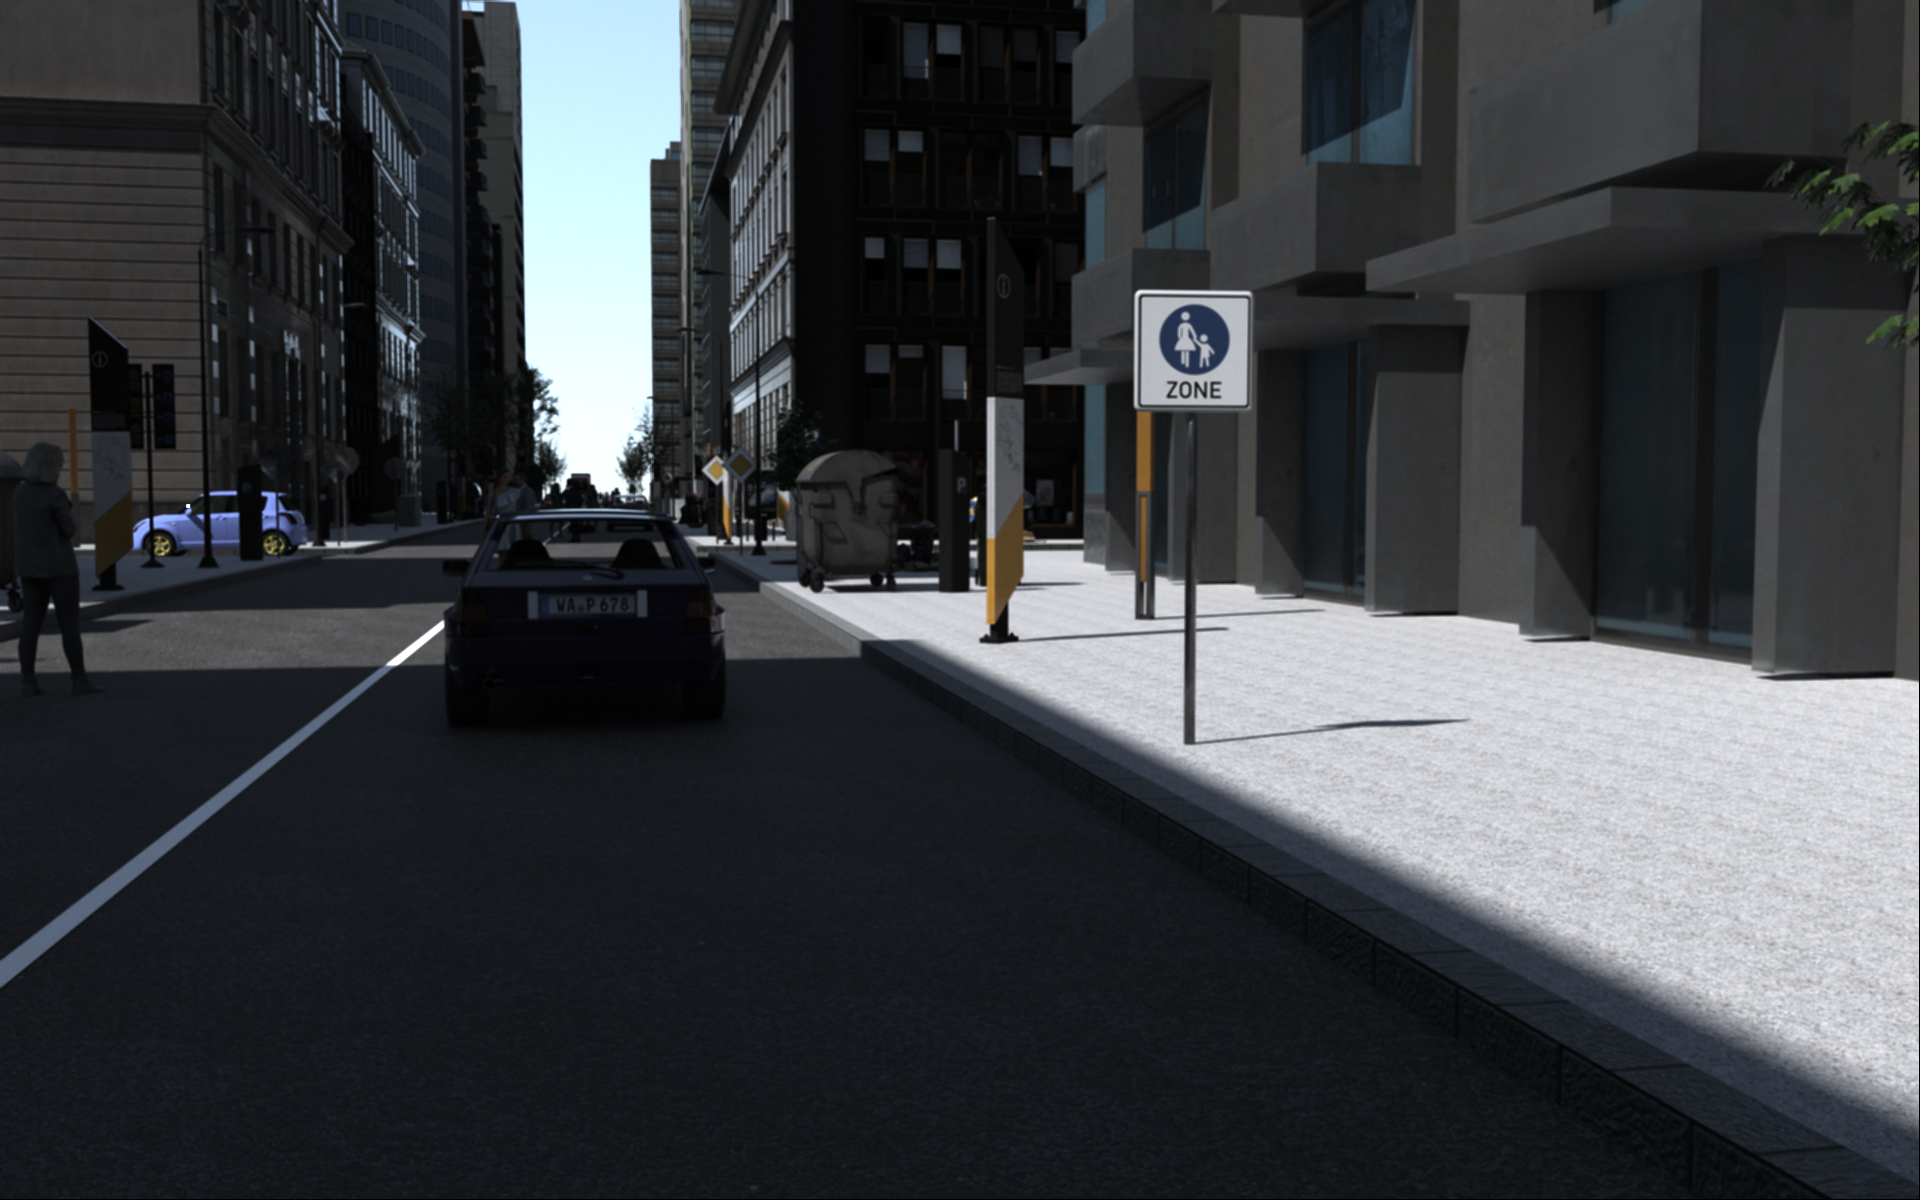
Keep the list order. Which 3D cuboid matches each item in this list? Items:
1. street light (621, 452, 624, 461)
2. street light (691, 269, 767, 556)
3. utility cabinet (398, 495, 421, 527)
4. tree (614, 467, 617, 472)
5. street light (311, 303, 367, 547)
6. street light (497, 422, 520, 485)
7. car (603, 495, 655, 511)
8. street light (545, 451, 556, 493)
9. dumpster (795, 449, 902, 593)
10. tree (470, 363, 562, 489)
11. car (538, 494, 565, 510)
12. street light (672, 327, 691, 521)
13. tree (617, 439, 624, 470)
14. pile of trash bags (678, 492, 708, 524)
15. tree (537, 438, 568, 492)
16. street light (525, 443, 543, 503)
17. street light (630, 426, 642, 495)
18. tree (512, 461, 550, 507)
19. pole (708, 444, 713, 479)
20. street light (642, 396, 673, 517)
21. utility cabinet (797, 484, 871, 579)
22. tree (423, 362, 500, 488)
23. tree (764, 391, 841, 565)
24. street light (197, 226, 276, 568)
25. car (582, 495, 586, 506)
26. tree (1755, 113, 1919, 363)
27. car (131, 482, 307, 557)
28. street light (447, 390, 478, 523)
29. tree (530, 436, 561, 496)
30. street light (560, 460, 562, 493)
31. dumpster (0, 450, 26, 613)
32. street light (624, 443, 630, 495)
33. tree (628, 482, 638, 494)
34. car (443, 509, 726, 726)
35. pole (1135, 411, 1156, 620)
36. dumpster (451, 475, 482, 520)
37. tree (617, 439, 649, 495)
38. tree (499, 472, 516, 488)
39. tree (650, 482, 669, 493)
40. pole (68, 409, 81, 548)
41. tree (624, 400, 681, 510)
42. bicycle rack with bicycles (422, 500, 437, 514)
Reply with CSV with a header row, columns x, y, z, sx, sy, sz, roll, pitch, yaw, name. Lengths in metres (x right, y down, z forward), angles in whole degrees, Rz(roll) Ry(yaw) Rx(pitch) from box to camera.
x,y,z,sx,sy,sz,roll,pitch,yaw,name
-39.213,-14.238,205.325,1.470,5.913,1.316,-1,4,-12,street light
-4.746,-3.883,36.021,1.470,5.913,1.316,-1,4,-12,street light
-21.830,-3.514,68.620,1.020,1.237,0.306,2,4,33,utility cabinet
-48.697,-18.647,255.232,4.737,8.622,4.395,0,3,0,tree
-15.118,-4.261,42.203,1.470,5.913,1.316,-1,4,-12,street light
-30.443,-8.853,117.294,1.470,5.913,1.316,-1,4,-12,street light
-12.984,-3.423,67.976,2.014,1.417,4.499,-1,4,-12,car
-47.346,-13.928,200.266,1.470,5.913,1.316,-1,4,-12,street light
-1.493,-1.068,23.220,1.264,1.857,1.865,-1,4,-11,dumpster
-35.104,-12.916,136.935,9.928,11.665,9.643,0,3,0,tree
-26.033,-6.276,111.648,2.155,1.783,4.494,-1,4,-10,car
-7.199,-4.638,48.368,1.470,5.913,1.316,-1,4,-12,street light
-40.540,-16.182,214.940,4.360,8.622,3.978,0,3,0,tree
-11.288,-3.974,74.732,1.912,1.369,3.447,0,4,3,pile of trash bags
-53.399,-16.904,226.749,4.737,8.622,4.395,0,3,0,tree
-37.442,-10.955,151.656,1.470,5.913,1.316,-1,4,-12,street light
-22.473,-9.206,123.054,1.470,5.913,1.316,-1,4,-12,street light
-43.694,-11.865,177.712,4.285,4.588,4.351,0,3,0,tree
-10.092,-4.664,70.098,0.158,3.312,0.155,0,3,0,pole
-14.232,-6.731,82.590,1.470,5.913,1.316,-1,4,-12,street light
-1.862,-1.064,26.072,1.173,1.500,0.318,-2,4,-35,utility cabinet
-27.709,-8.877,95.507,4.737,8.622,4.395,0,3,0,tree
-3.061,-2.275,31.795,1.663,3.219,1.824,0,3,0,tree
-12.567,-3.521,30.109,1.470,5.913,1.316,-1,4,-12,street light
-46.000,-11.988,208.362,2.083,1.381,4.827,-1,4,-12,car
3.136,-0.585,4.166,1.663,3.219,1.824,0,3,0,tree
-16.794,-1.816,39.277,3.694,1.707,1.945,-1,4,-13,car
-22.121,-6.387,76.976,1.470,5.913,1.316,-1,4,-12,street light
-51.960,-16.312,217.067,4.360,8.622,3.978,0,3,0,tree
-54.449,-16.040,234.790,1.470,5.913,1.316,-1,4,-12,street light
-10.579,-0.744,17.925,1.264,1.857,1.865,-1,4,-12,dumpster
-29.550,-11.302,157.330,1.470,5.913,1.316,-1,4,-12,street light
-47.097,-15.530,248.523,1.663,3.219,1.824,0,3,0,tree
-2.649,0.025,12.173,1.945,1.354,3.894,-1,4,-13,car
1.894,-1.456,17.641,0.158,3.312,0.155,0,3,0,pole
-24.823,-5.161,86.868,1.502,2.255,1.985,-1,4,-12,dumpster
-43.516,-17.334,233.778,4.737,8.622,4.395,0,3,0,tree
-34.513,-8.367,131.409,1.663,3.219,1.824,0,3,0,tree
-24.589,-8.944,140.833,1.663,3.219,1.824,0,3,0,tree
-21.159,-2.908,41.384,0.158,3.312,0.155,0,3,0,pole
-23.776,-11.268,134.600,4.360,8.622,3.978,0,3,0,tree
-34.713,-6.075,112.716,2.852,0.926,2.925,-2,4,-34,bicycle rack with bicycles
